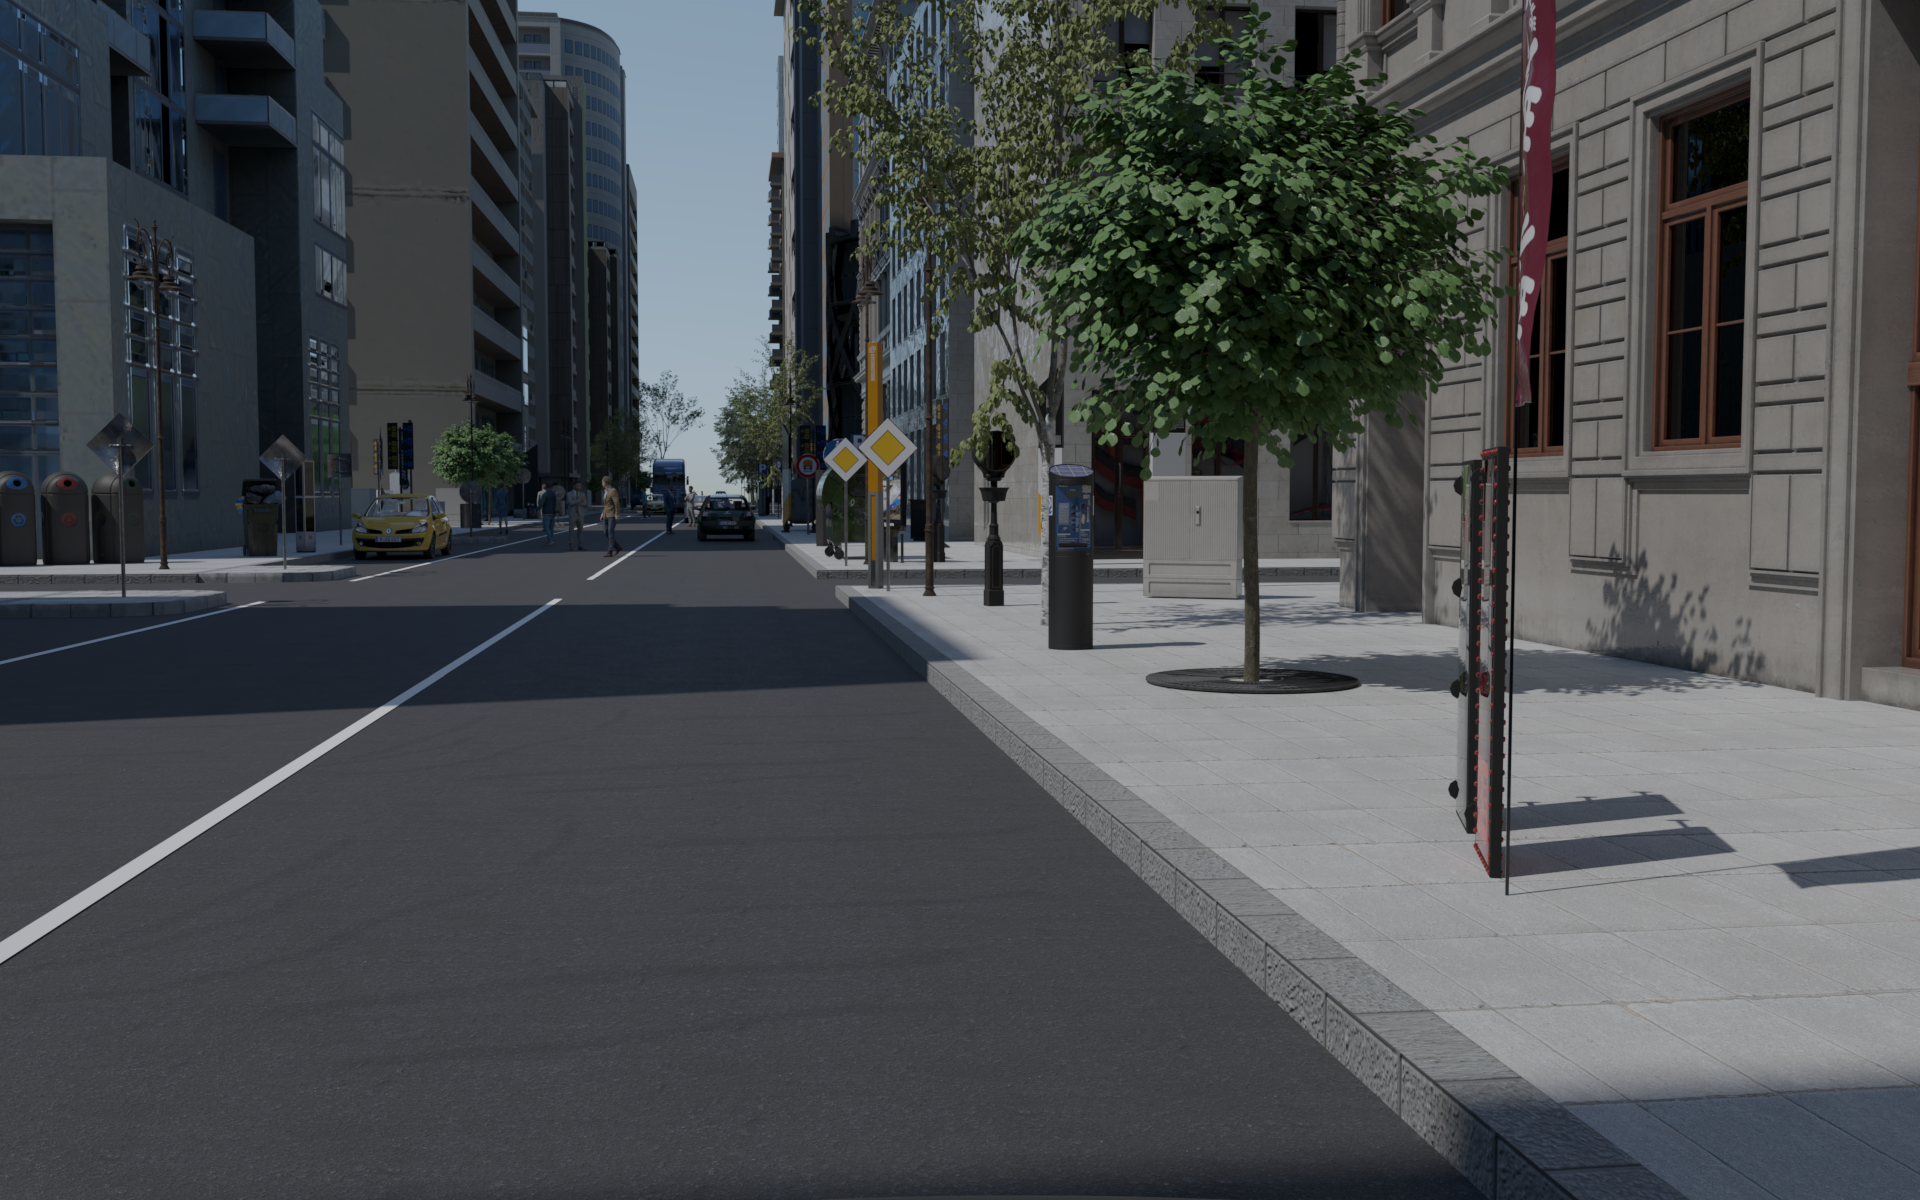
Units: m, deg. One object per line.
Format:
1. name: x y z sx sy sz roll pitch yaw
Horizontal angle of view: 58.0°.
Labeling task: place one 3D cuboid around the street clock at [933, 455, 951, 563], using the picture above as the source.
1. street clock: -0.404 -1.708 32.489 0.358 2.002 0.471 2 4 35

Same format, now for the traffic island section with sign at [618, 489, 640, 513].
1. traffic island section with sign: -24.959 -7.321 128.325 1.989 1.847 2.006 0 4 -8

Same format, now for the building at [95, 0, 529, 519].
1. building: -40.360 -49.077 115.088 22.319 86.520 31.000 0 4 -8

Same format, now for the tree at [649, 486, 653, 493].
1. tree: -42.582 -15.110 241.642 1.663 3.219 1.824 0 3 0

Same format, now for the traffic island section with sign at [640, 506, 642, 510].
1. traffic island section with sign: -28.619 -8.973 155.340 1.989 1.847 2.006 0 4 -8

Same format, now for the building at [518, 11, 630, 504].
1. building: -52.588 -41.130 214.468 21.231 58.520 28.212 0 4 -8

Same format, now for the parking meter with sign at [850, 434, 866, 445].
1. parking meter with sign: -2.674 -3.265 49.638 0.543 3.016 1.738 -1 4 -18

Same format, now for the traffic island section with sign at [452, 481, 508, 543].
1. traffic island section with sign: -14.472 -2.606 51.240 1.989 1.847 2.006 0 4 -8

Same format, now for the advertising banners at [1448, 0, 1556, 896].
1. advertising banners: 1.839 -0.597 5.950 0.090 3.025 2.074 1 4 11

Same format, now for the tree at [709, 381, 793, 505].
1. tree: -23.365 -17.674 195.619 9.857 13.997 8.962 0 3 0

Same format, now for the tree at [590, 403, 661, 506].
1. tree: -34.675 -14.939 178.669 8.767 10.594 7.601 1 4 17

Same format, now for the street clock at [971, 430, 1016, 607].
1. street clock: 0.387 -0.932 19.806 0.471 2.002 0.358 -1 4 -20

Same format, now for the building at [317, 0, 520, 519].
1. building: -34.547 -28.398 88.011 21.300 48.544 21.600 0 4 -8

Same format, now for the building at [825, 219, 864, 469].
1. building: 0.750 -14.131 98.498 16.820 18.784 16.811 0 4 -8

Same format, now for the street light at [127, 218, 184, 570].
1. street light: -13.549 -3.457 29.312 0.468 5.910 1.993 0 4 -8

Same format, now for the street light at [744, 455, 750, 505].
1. street light: -21.925 -12.661 179.792 0.468 5.910 1.993 0 4 -8

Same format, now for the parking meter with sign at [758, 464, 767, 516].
1. parking meter with sign: -11.490 -6.379 100.554 0.543 3.016 1.738 -1 4 -9

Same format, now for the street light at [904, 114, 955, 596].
1. street light: -0.383 -2.987 21.620 0.468 5.910 1.993 0 4 -8

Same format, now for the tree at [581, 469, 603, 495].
1. tree: -28.718 -8.672 136.387 1.663 3.219 1.824 0 3 0

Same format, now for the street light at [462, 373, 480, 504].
1. street light: -18.668 -5.717 66.264 0.468 5.910 1.993 0 4 -8

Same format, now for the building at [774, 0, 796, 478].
1. building: -2.831 -35.238 165.376 28.713 52.752 27.495 0 4 -8

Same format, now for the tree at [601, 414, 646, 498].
1. tree: -31.506 -12.867 160.729 4.737 8.622 4.395 0 3 0

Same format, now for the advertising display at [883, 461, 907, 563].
1. advertising display: -1.300 -1.672 32.543 0.123 1.923 0.974 -2 4 -32

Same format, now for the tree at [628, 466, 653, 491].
1. tree: -36.972 -13.264 200.583 4.285 4.588 4.351 0 3 0

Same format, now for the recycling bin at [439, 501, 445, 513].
1. recycling bin: -18.248 -2.884 59.709 0.722 1.027 0.722 3 5 39

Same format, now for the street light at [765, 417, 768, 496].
1. street light: -11.677 -8.067 104.679 0.468 5.910 1.993 0 4 -8

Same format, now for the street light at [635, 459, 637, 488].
1. street light: -35.085 -13.154 187.863 0.468 5.910 1.993 0 4 -8

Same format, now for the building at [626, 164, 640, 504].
1. building: -55.865 -37.692 239.971 21.300 48.544 21.600 0 4 -8

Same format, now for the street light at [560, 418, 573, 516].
1. street light: -23.890 -8.132 105.742 0.468 5.910 1.993 0 4 -8

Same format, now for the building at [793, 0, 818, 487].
1. building: -2.547 -36.370 136.646 21.231 58.520 28.212 0 4 -8

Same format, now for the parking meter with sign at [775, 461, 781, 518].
1. parking meter with sign: -8.774 -5.788 90.892 1.738 3.016 0.543 1 4 17

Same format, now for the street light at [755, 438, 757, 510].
1. street light: -16.887 -10.420 143.157 0.468 5.910 1.993 0 4 -8

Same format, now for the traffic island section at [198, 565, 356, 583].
1. traffic island section: -11.507 -0.440 29.477 2.009 0.180 2.903 0 4 -8

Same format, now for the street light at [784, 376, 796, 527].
1. street light: -6.652 -5.826 68.042 0.468 5.910 1.993 0 4 -8

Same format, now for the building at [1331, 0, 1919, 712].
1. building: 10.534 -10.636 10.056 11.583 22.565 21.152 0 4 -8

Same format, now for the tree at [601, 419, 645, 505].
1. tree: -32.978 -13.400 169.454 4.360 8.622 3.978 0 3 0

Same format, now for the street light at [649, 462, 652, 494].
1. street light: -40.212 -15.424 224.969 0.468 5.910 1.993 0 4 -8

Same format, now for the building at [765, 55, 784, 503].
1. building: -17.114 -57.214 248.116 22.319 86.520 31.000 0 4 -8

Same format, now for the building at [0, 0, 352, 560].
1. building: -29.442 -44.774 44.726 22.319 86.520 31.000 0 4 -8

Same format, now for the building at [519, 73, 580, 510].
1. building: -48.594 -27.625 143.543 32.217 40.220 23.993 0 4 -8

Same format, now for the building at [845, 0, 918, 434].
1. building: 1.231 -15.007 74.238 11.050 23.489 19.941 0 4 -8

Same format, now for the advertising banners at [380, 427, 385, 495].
1. advertising banners: -15.341 -3.045 45.972 0.090 3.025 2.074 -1 4 -17

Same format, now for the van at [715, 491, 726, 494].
1. van: -31.127 -13.375 225.690 2.013 2.044 4.112 0 4 -6

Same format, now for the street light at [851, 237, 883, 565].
1. street light: -1.679 -3.585 31.399 0.468 5.910 1.993 0 4 -8

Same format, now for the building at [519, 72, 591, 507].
1. building: -42.763 -29.360 163.624 14.154 41.232 14.086 0 4 -8

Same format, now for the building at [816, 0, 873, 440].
1. building: -2.246 -28.478 115.729 14.600 45.320 14.200 0 4 -8

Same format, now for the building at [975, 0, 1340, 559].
1. building: 9.398 -11.289 39.328 16.860 20.320 10.420 0 4 -8

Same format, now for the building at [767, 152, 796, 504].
1. building: -13.085 -34.566 219.784 22.147 44.769 28.867 0 4 -8

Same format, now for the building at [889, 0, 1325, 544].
1. building: 3.714 -12.292 55.718 10.420 20.320 16.860 0 4 -8

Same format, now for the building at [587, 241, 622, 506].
1. building: -45.730 -25.883 194.895 14.160 30.474 14.107 0 4 -8

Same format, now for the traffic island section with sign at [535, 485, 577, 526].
1. traffic island section with sign: -18.204 -4.279 78.582 1.989 1.847 2.006 0 4 -8

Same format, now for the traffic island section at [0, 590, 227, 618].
1. traffic island section: -10.431 0.044 21.564 2.009 0.180 2.903 0 4 -8

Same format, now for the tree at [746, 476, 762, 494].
1. tree: -19.310 -10.533 166.809 1.663 3.219 1.824 0 3 0

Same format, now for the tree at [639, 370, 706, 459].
1. tree: -44.003 -24.834 261.924 12.611 20.169 13.585 0 3 0

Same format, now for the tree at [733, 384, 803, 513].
1. tree: -12.622 -10.059 114.824 4.360 8.622 3.978 0 3 0

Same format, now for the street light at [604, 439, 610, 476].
1. street light: -28.983 -10.377 142.447 0.468 5.910 1.993 0 4 -8
